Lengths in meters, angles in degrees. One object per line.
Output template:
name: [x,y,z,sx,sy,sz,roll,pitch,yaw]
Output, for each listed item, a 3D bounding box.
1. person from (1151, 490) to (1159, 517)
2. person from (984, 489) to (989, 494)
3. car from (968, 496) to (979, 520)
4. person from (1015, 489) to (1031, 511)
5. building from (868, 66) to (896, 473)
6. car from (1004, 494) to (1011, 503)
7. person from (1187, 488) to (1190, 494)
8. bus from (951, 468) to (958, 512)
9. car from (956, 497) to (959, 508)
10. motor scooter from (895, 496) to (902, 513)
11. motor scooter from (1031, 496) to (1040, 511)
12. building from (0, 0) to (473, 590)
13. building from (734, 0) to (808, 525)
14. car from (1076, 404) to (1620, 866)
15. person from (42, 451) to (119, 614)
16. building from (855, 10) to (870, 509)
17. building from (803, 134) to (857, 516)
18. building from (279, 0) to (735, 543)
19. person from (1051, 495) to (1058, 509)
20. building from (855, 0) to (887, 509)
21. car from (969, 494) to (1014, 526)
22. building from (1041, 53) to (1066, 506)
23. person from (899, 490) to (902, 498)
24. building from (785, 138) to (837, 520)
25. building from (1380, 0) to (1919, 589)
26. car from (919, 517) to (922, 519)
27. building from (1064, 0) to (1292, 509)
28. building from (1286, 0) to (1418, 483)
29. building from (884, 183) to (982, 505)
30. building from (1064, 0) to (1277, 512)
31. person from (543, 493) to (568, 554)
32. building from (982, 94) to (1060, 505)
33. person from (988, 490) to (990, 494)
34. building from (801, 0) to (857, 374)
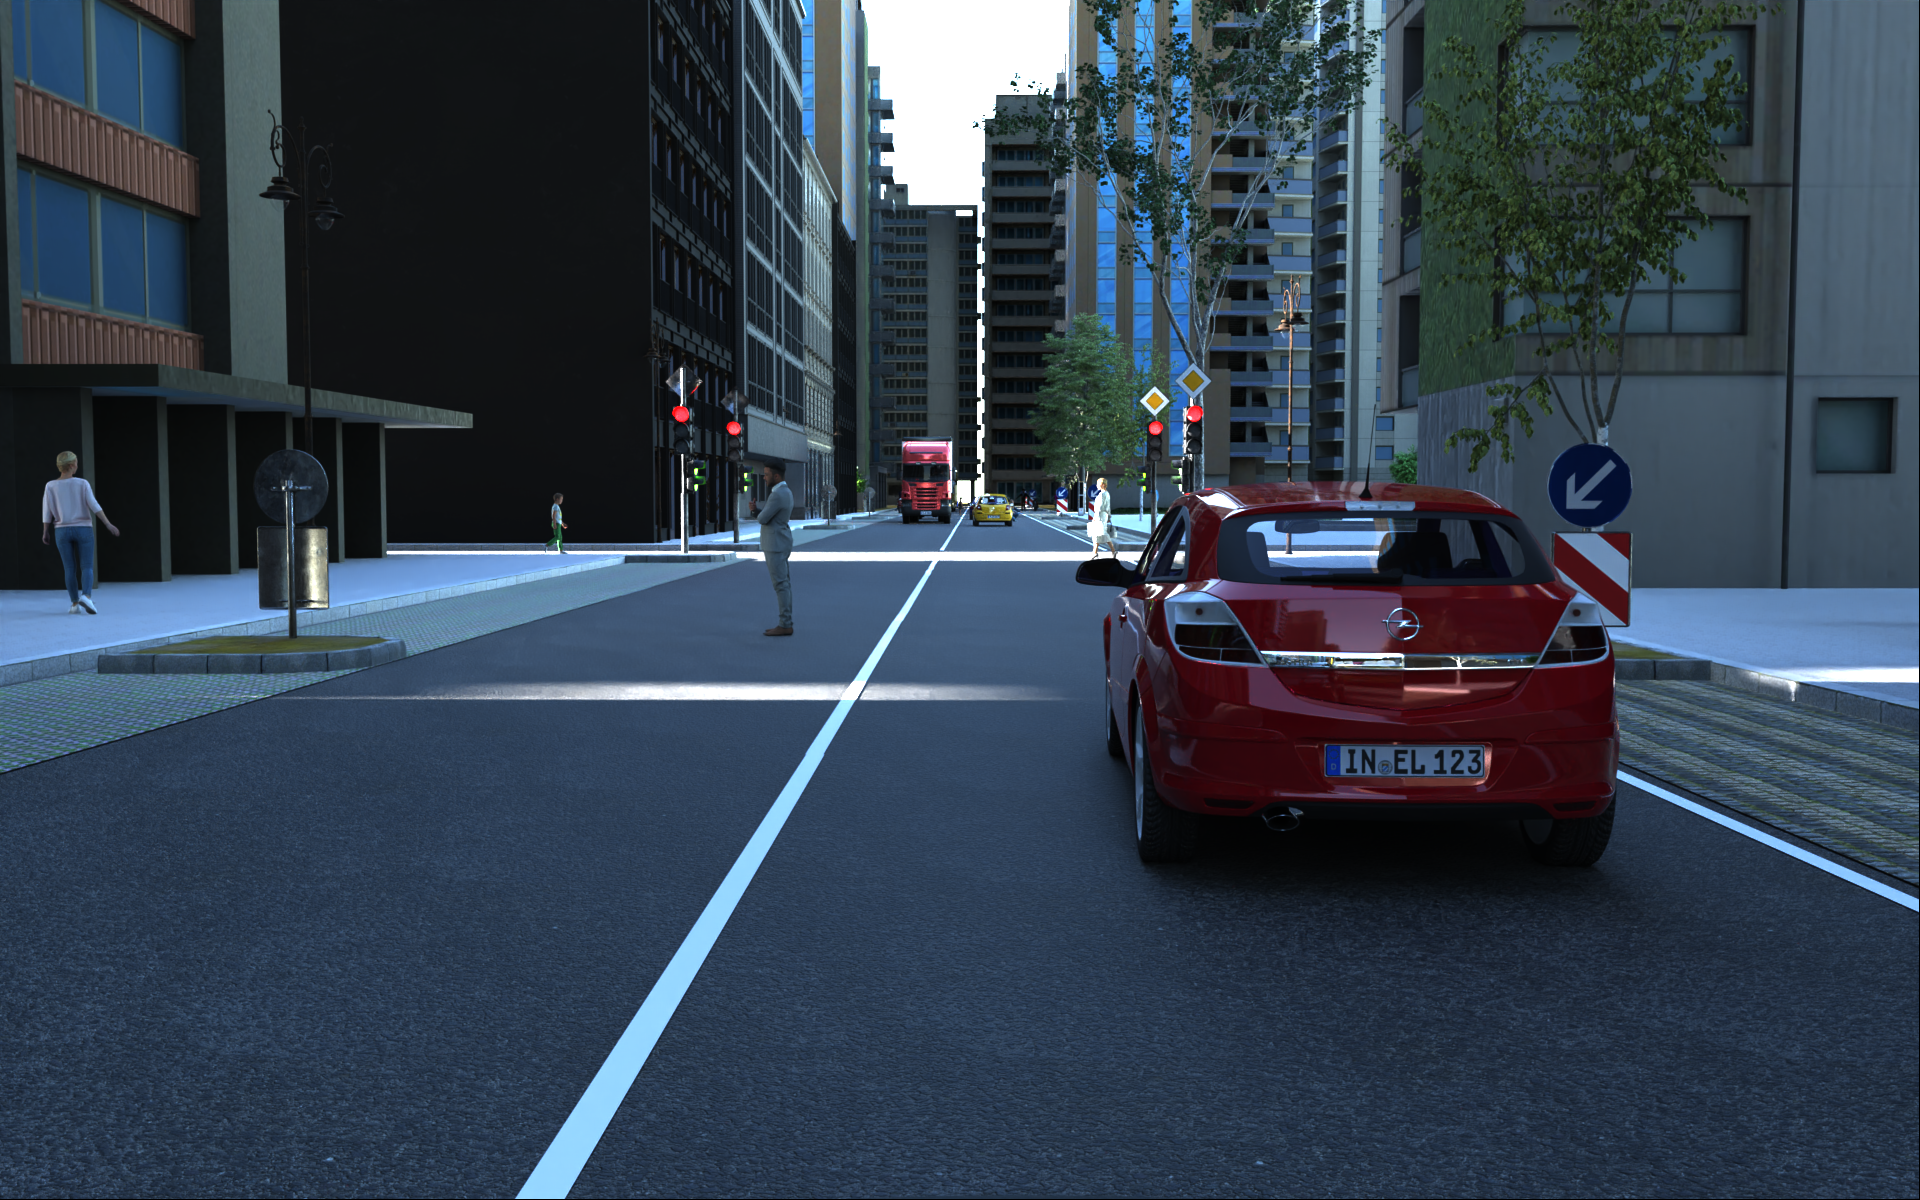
person: [10.547,-5.348,93.828,0.601,1.785,0.444,-2,4,-31]
person: [2.031,-7.301,128.012,1.348,1.807,0.705,3,5,43]
car: [1.407,-5.212,97.803,1.945,1.354,3.894,0,4,1]
person: [5.206,-8.201,142.212,1.348,1.869,0.705,1,4,13]
building: [-22.300,-34.548,184.471,30.456,49.044,23.786,0,4,1]
car: [3.270,-8.010,142.760,2.131,1.459,4.920,0,4,-1]
person: [10.855,-4.570,80.946,0.473,1.802,0.592,0,4,-2]
bus: [-1.614,-9.267,143.067,2.896,3.916,12.252,0,4,1]
car: [-1.017,-10.138,175.343,1.945,1.707,3.694,0,4,-1]
motor scooter: [-4.422,-7.071,128.394,0.815,1.314,1.986,0,4,1]
motor scooter: [6.256,-8.018,143.871,0.815,1.314,1.986,0,4,1]
building: [-25.008,-22.683,25.485,28.867,44.769,22.147,0,4,1]
building: [-14.576,-17.035,72.026,14.314,27.812,24.014,0,4,1]
car: [1.637,0.053,8.179,2.155,1.783,4.494,0,4,2]
person: [-9.413,-0.724,18.556,0.731,1.740,0.598,-2,4,-29]
building: [-14.899,-28.044,142.117,14.154,41.232,14.086,0,4,1]
building: [-13.327,-17.198,110.869,12.332,23.373,15.834,0,4,1]
building: [-14.028,-13.614,52.268,12.332,23.373,15.834,0,4,1]
person: [8.065,-8.296,144.905,0.991,1.433,0.599,1,4,9]
building: [-17.216,-44.059,158.622,20.563,71.187,20.611,0,4,1]
car: [1.442,-4.151,78.098,2.015,1.641,3.980,0,4,-1]
building: [20.685,-34.297,180.369,23.786,49.044,30.456,0,4,1]
person: [-6.519,-11.325,191.650,0.568,1.767,0.683,-3,5,-43]
building: [-12.217,-14.945,93.497,9.793,20.994,18.267,0,4,1]
building: [14.597,-21.134,29.128,14.154,41.232,14.086,0,4,1]
car: [-1.601,-5.328,99.692,1.945,1.354,3.894,0,4,-1]
building: [19.645,-37.193,150.096,21.231,58.520,28.212,0,4,1]
building: [51.438,-39.300,184.557,28.212,58.520,21.231,0,4,1]
building: [-9.278,-32.249,219.149,23.993,40.220,32.217,0,4,1]
building: [15.150,-29.294,129.074,14.600,45.320,14.200,0,4,1]
person: [-8.651,-1.634,37.002,0.590,1.304,0.306,-2,4,-34]
building: [13.467,-36.077,213.558,21.600,48.544,21.300,0,4,1]
person: [2.670,-9.109,157.377,0.705,1.831,1.348,1,4,17]
building: [-15.027,-29.196,127.468,14.600,45.320,14.200,0,4,1]
